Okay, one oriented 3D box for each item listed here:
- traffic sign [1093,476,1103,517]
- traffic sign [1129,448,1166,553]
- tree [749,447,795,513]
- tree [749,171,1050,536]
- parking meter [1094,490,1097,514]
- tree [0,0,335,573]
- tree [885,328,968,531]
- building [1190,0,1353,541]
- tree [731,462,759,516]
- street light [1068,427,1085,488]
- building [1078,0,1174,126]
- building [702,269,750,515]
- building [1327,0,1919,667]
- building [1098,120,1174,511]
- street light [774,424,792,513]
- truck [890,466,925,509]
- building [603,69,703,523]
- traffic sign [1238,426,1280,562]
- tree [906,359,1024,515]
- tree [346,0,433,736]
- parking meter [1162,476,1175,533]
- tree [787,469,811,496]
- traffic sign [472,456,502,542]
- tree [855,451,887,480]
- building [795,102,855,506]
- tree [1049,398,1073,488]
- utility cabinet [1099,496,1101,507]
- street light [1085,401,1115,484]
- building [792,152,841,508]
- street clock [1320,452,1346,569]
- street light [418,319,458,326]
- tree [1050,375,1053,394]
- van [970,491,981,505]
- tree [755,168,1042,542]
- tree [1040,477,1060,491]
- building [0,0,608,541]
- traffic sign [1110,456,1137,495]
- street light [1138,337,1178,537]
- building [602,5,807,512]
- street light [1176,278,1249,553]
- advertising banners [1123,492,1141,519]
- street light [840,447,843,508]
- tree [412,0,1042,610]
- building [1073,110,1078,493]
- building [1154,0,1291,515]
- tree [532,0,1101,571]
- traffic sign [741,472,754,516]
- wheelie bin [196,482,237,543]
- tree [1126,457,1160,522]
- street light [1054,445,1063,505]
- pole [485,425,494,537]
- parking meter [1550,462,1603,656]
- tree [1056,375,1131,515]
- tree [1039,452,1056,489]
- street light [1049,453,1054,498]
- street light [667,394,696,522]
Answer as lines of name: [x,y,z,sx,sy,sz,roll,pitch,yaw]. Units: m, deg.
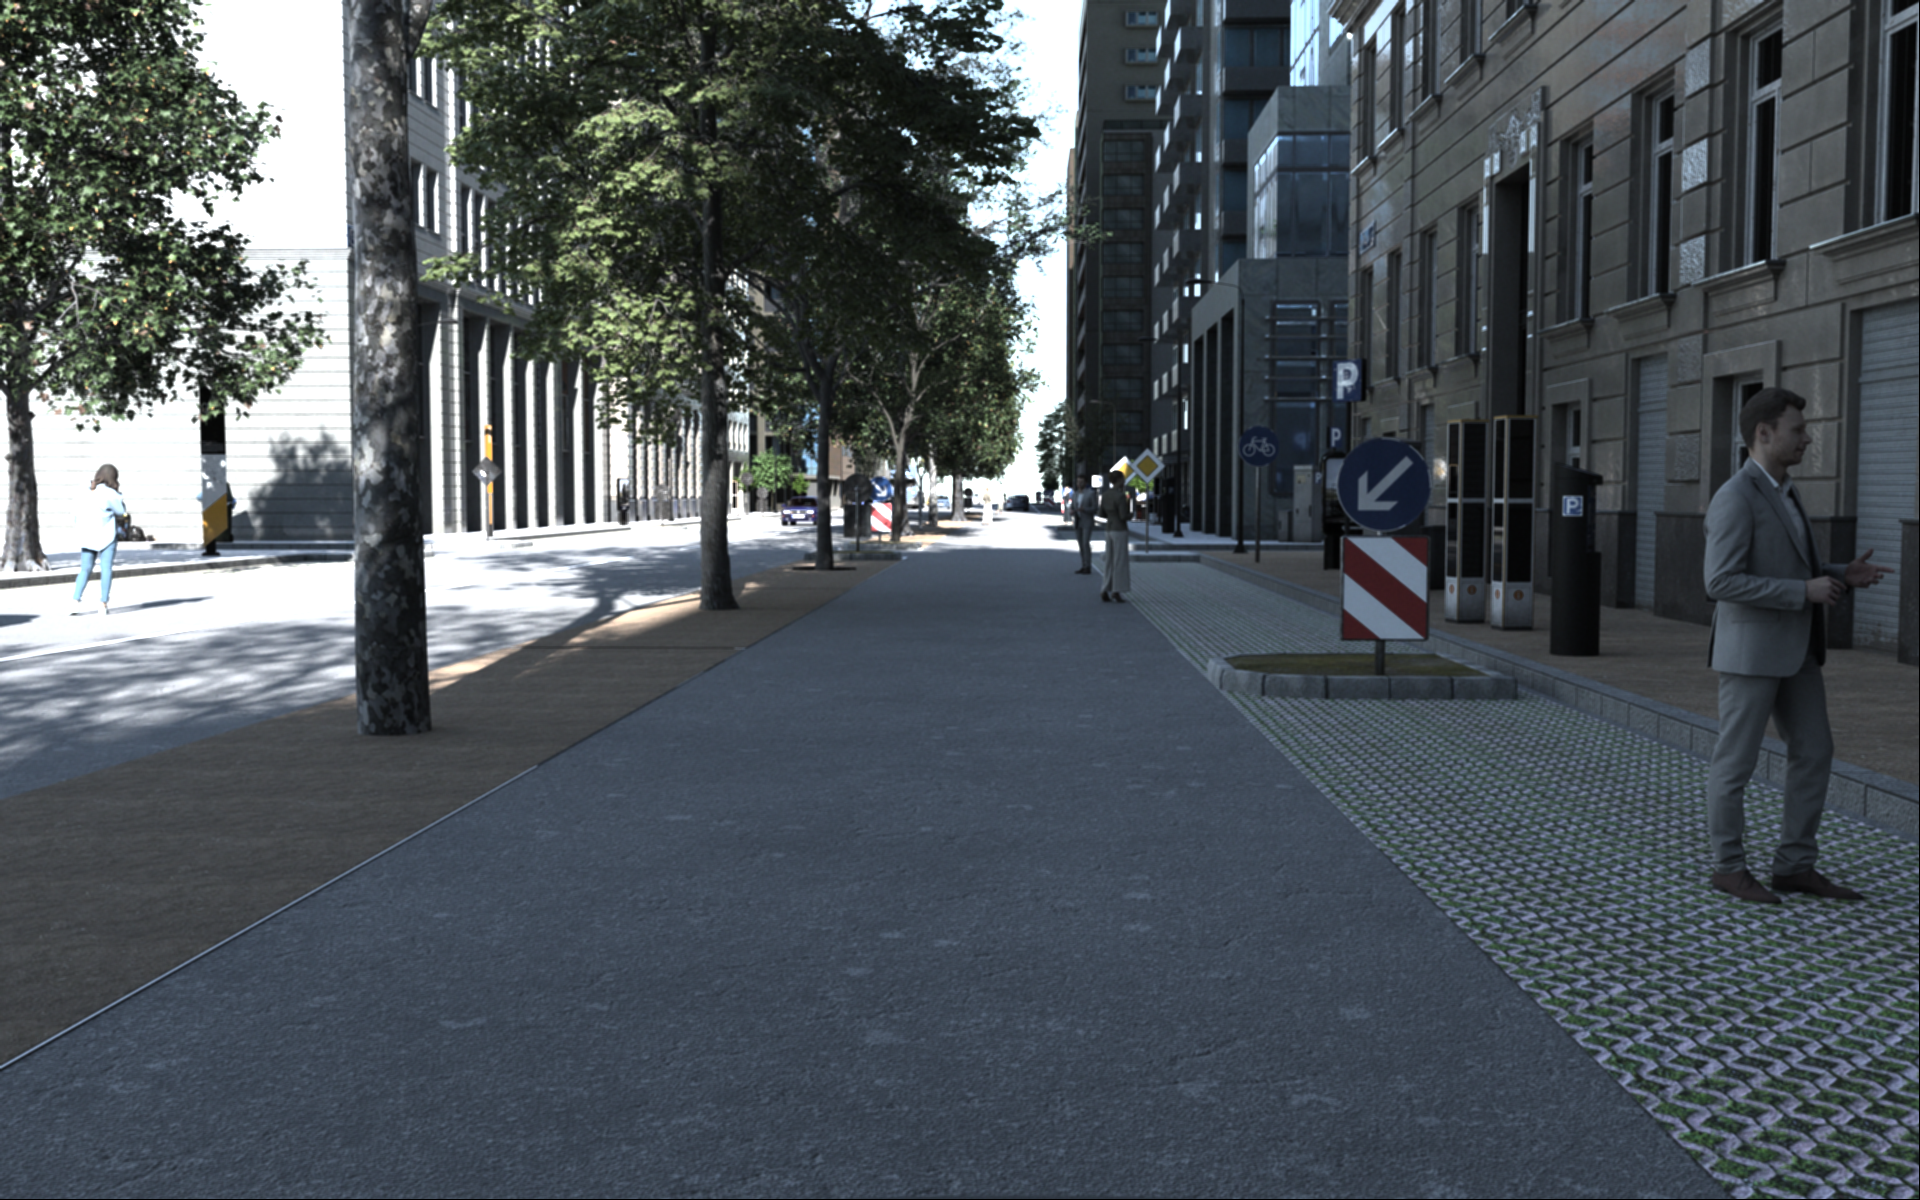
traffic sign: [7.772,-5.848,97.752,0.606,2.300,0.079,0,4,5]
traffic sign: [4.056,-2.074,37.557,0.795,2.450,0.064,0,4,2]
tree: [-13.019,-8.294,119.327,4.285,4.588,4.351,0,3,0]
tree: [-2.000,-8.485,58.196,9.611,12.733,9.660,0,3,0]
parking meter: [8.509,-6.145,108.885,0.372,1.533,0.369,0,3,0]
tree: [-15.612,-6.822,28.549,9.611,12.733,9.660,0,3,0]
tree: [-1.575,-7.012,67.463,4.737,8.622,4.395,0,3,0]
building: [23.492,-45.448,55.747,31.000,86.520,22.319,0,4,2]
tree: [-12.850,-6.639,103.149,1.663,3.219,1.824,0,3,0]
street light: [8.384,-9.053,120.552,1.470,5.913,1.316,0,4,2]
building: [21.499,-32.471,154.598,21.300,48.544,21.600,0,4,2]
building: [-19.272,-15.296,104.835,10.420,20.320,16.860,0,4,2]
building: [13.136,-13.798,22.856,12.463,27.353,25.104,0,4,2]
building: [17.927,-22.329,136.776,14.160,30.474,14.107,0,4,2]
street light: [-11.717,-8.716,115.050,1.470,5.913,1.316,0,4,2]
truck: [-5.096,-11.064,170.647,2.967,4.110,18.799,0,4,2]
building: [-19.276,-15.748,86.362,11.050,23.489,19.941,0,4,2]
traffic sign: [5.586,-1.978,32.440,0.768,2.556,0.104,0,4,5]
tree: [0.037,-12.674,116.325,9.857,13.997,8.962,0,3,0]
tree: [-2.216,-9.208,8.899,12.611,20.169,13.585,0,3,0]
parking meter: [6.833,-3.125,56.798,0.399,1.863,0.255,-2,4,-28]
tree: [-11.981,-8.333,130.839,1.663,3.219,1.824,0,3,0]
traffic sign: [-12.600,-2.599,46.143,0.795,2.450,0.064,0,4,2]
tree: [-10.311,-14.967,195.066,4.360,8.622,3.978,0,3,0]
building: [-18.688,-32.550,182.300,14.600,45.320,14.200,0,4,2]
tree: [11.908,-17.513,204.456,7.486,12.596,7.792,0,3,0]
utility cabinet: [7.828,-5.128,95.000,0.306,1.237,1.020,1,4,11]
street light: [7.139,-6.949,86.156,1.470,5.913,1.316,0,4,2]
building: [-27.987,-28.832,163.286,32.217,40.220,23.993,0,4,2]
street clock: [6.402,-1.533,29.635,0.471,2.002,0.358,-2,4,-29]
street light: [-14.021,-4.502,46.150,1.470,5.913,1.316,0,4,2]
tree: [-0.048,-10.322,88.224,9.611,12.733,9.660,0,3,0]
van: [1.937,-14.015,236.151,2.013,2.044,4.112,0,4,4]
tree: [-1.905,-6.893,49.563,8.767,10.594,7.601,0,4,2]
tree: [14.396,-17.877,276.009,4.285,4.588,4.351,0,3,0]
building: [-21.484,-17.365,61.405,11.434,29.767,29.804,0,4,2]
traffic sign: [4.334,-2.562,45.537,0.795,2.450,0.064,0,4,2]
street light: [5.958,-4.823,51.389,1.470,5.913,1.316,0,4,2]
building: [-24.084,-29.459,136.274,22.147,44.769,28.867,0,4,2]
street light: [5.551,-3.970,37.455,1.470,5.913,1.316,0,4,2]
advertising banners: [9.109,-5.597,87.694,2.074,3.025,0.090,-1,4,-18]
street light: [-10.195,-11.291,157.149,1.470,5.913,1.316,0,4,2]
tree: [-2.921,-6.120,20.646,7.486,12.596,7.792,0,3,0]
building: [19.287,-30.821,187.518,14.154,41.232,14.086,0,4,2]
building: [22.833,-29.251,97.860,23.786,49.044,30.456,0,4,2]
tree: [-2.580,-7.311,32.364,12.009,13.543,11.850,0,3,0]
traffic sign: [-12.412,-6.167,100.936,0.768,2.556,0.104,0,4,6]
wheelie bin: [-19.699,-2.320,45.841,0.980,1.594,0.693,-3,5,-41]
tree: [8.495,-5.205,79.709,1.663,3.219,1.824,0,3,0]
street light: [9.837,-11.607,162.309,1.470,5.913,1.316,0,4,2]
pole: [-13.973,-3.519,51.386,0.158,3.312,0.155,0,3,0]
parking meter: [4.917,-0.331,13.815,0.372,1.533,0.369,0,3,0]
tree: [8.305,-9.542,106.373,4.360,8.622,3.978,0,3,0]
tree: [14.243,-19.407,267.672,4.360,8.622,3.978,0,3,0]
street light: [11.524,-14.607,211.362,1.470,5.913,1.316,0,4,2]
street light: [-12.936,-6.612,80.653,1.470,5.913,1.316,0,4,2]
